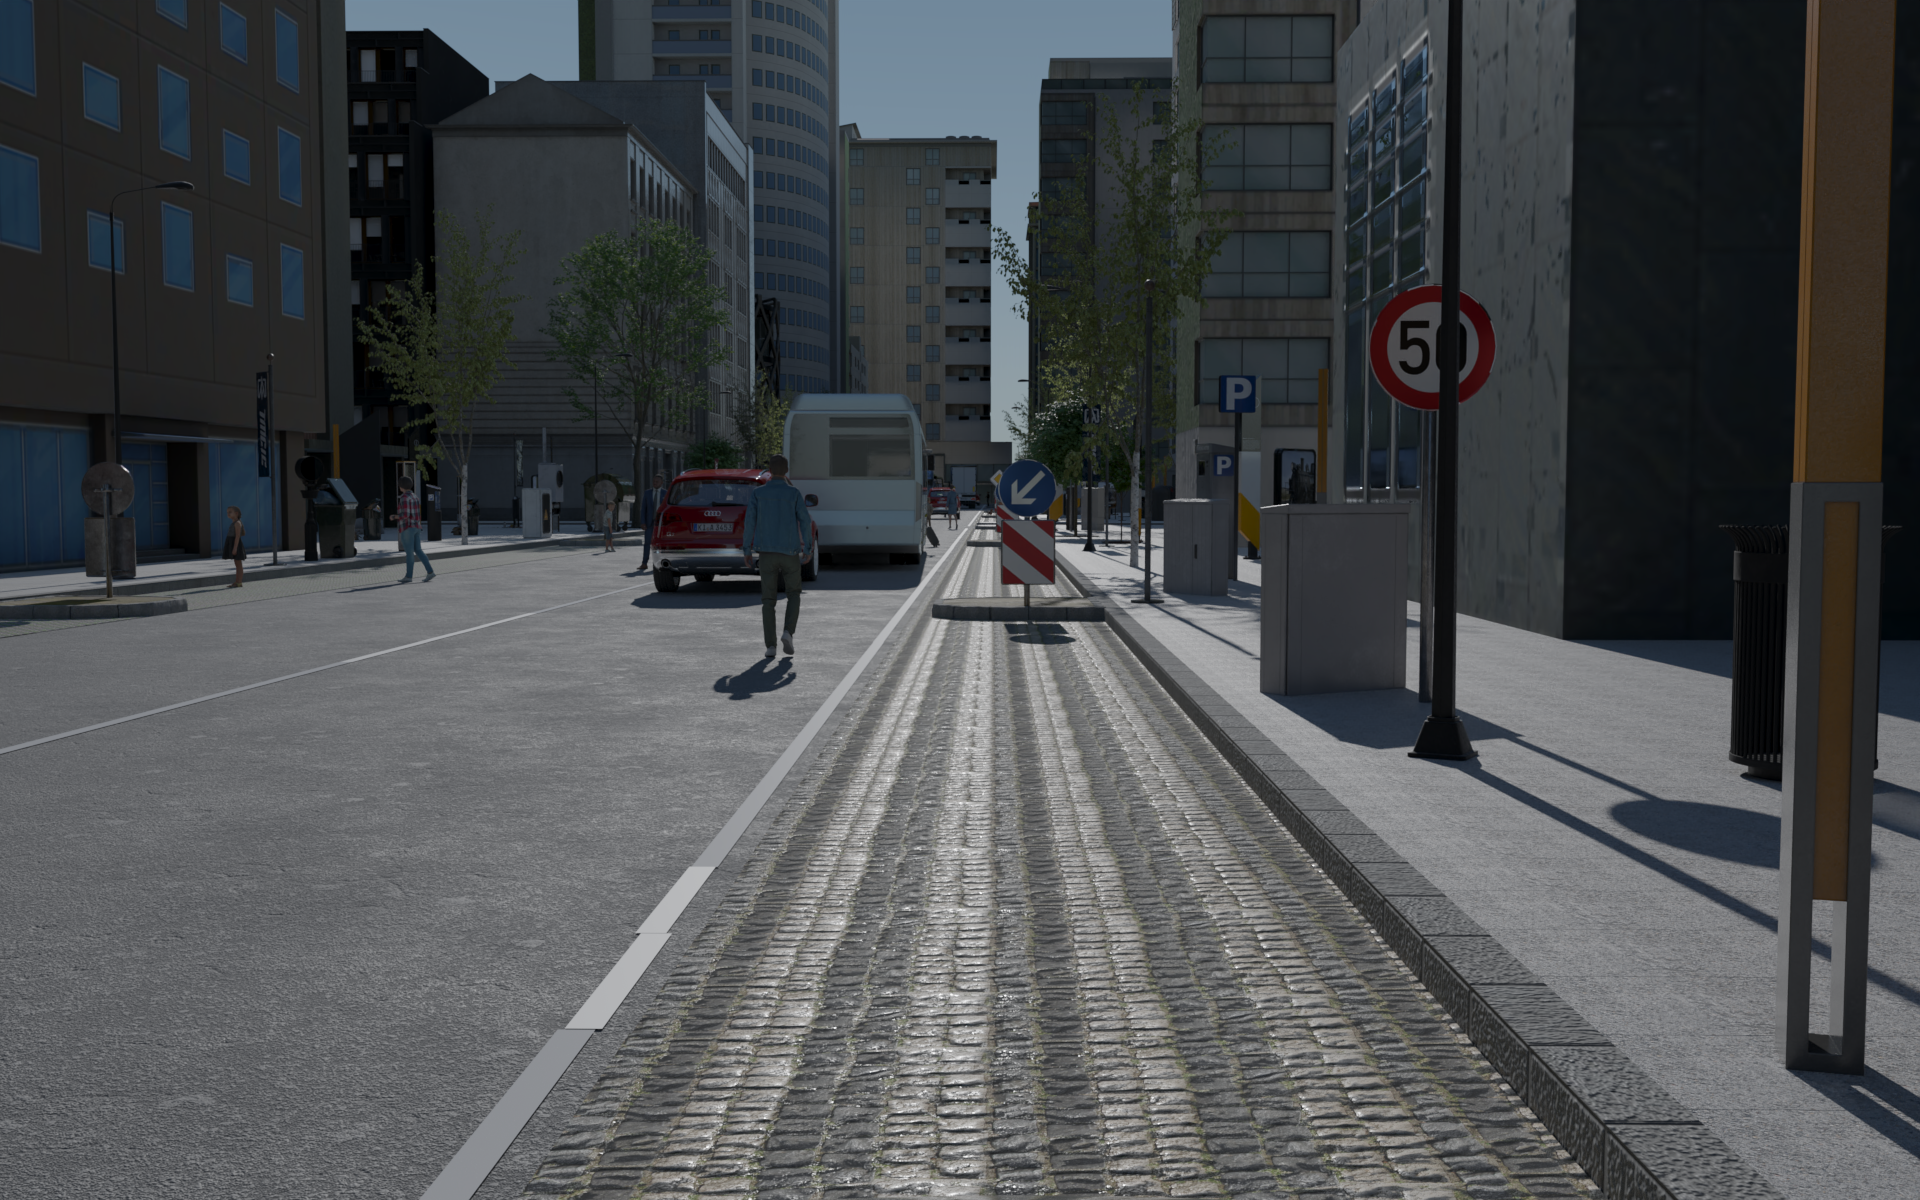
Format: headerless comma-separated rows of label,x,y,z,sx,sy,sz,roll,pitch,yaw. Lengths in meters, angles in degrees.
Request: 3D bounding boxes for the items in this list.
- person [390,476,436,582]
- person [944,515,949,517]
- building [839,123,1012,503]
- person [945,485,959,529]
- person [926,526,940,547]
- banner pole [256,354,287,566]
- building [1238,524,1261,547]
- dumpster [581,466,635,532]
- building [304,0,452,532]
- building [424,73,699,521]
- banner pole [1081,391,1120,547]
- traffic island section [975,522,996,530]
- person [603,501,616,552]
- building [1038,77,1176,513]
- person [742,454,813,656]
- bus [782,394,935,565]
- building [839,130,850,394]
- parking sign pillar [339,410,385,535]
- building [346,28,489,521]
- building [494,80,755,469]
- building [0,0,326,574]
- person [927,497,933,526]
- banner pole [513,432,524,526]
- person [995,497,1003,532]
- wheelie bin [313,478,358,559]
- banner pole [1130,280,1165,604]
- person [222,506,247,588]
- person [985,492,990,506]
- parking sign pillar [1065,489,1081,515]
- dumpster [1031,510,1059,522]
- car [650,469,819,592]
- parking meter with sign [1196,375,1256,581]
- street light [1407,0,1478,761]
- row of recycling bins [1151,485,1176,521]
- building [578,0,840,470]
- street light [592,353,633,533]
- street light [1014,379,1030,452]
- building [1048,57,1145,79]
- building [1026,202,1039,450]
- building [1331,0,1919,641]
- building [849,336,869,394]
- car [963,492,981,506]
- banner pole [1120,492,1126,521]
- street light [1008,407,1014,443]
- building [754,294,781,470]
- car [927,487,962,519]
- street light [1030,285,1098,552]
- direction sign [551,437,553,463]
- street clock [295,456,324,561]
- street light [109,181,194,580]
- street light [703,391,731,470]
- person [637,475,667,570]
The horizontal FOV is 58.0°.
person,-8.936,-1.157,28.247,0.643,1.720,0.563,0,4,8
person,-0.776,-6.022,107.162,0.606,1.804,0.583,-2,4,-28
building,-6.183,-40.653,253.907,27.495,52.752,28.713,0,4,1
person,-0.317,-3.826,71.076,0.581,1.822,0.654,-1,4,-21
person,-1.286,-2.314,46.545,1.509,1.804,0.699,-1,4,-11
banner pole,-12.458,-2.516,31.154,0.401,3.779,0.863,-3,5,-44
building,12.865,-22.230,47.056,14.154,41.232,14.086,0,4,1
dumpster,-12.066,-3.476,59.334,1.502,2.255,1.985,0,4,1
building,-34.705,-24.599,56.826,28.867,44.769,22.147,0,4,1
building,-19.970,-14.754,90.381,9.793,20.994,18.267,0,4,1
banner pole,3.360,-3.190,42.180,0.863,3.779,0.401,1,4,20
traffic island section,1.627,-2.944,70.415,2.009,0.180,2.903,0,4,1
person,-8.641,-1.807,42.728,0.352,1.250,0.332,2,4,23
building,12.578,-21.549,124.019,14.160,30.474,14.107,0,4,1
person,-1.602,-0.391,15.244,0.601,1.785,0.444,0,4,-2
bus,-2.049,-2.661,38.368,2.948,3.499,13.247,0,4,-1
building,-19.644,-30.930,189.300,14.154,41.232,14.086,0,4,1
parking sign pillar,-19.179,-4.090,55.345,1.447,3.967,1.447,-1,4,-13
building,-33.091,-15.735,86.938,15.834,23.373,12.332,0,4,1
building,-20.335,-17.818,109.339,12.078,24.808,19.932,0,4,1
building,-21.738,-23.356,31.974,14.600,45.320,14.200,0,4,1
person,-1.258,-3.312,66.922,0.475,1.303,0.640,0,4,5
banner pole,-17.941,-4.910,70.288,0.401,3.779,0.863,-3,5,-45
person,1.570,-3.429,65.565,0.512,1.701,0.522,0,4,1
wheelie bin,-12.522,-1.638,34.690,0.693,1.594,0.980,0,4,6
banner pole,2.230,-1.869,20.581,0.401,3.779,0.863,0,4,4
person,-11.084,-0.811,26.432,0.373,1.253,0.362,-2,4,-33
person,3.169,-11.704,200.683,0.721,1.723,1.217,2,4,24
parking sign pillar,6.980,-7.250,107.002,1.447,3.967,1.447,-2,4,-24
dumpster,3.905,-4.741,80.003,1.502,2.255,1.985,0,4,1
car,-3.402,-1.111,26.846,2.281,1.827,5.304,0,4,1
parking meter with sign,3.908,-1.838,26.307,0.543,3.016,1.738,-1,4,-11
street light,1.828,-2.189,8.334,1.470,5.913,1.316,0,4,1
row of recycling bins,9.827,-4.679,83.618,1.069,1.692,3.534,1,4,15
building,-23.310,-38.229,167.049,21.231,58.520,28.212,0,4,1
street light,-11.497,-5.184,57.294,1.470,5.913,1.316,0,4,1
street light,3.030,-5.968,70.124,1.470,5.913,1.316,0,4,1
building,15.368,-29.510,166.090,14.154,41.232,14.086,0,4,1
building,22.392,-36.410,249.923,28.867,44.769,22.147,0,4,1
building,16.356,-42.490,7.376,22.319,86.520,31.000,0,4,1
building,-26.675,-22.522,213.278,28.899,21.520,27.650,0,4,1
car,1.450,-12.595,214.604,2.281,1.827,5.304,0,4,3
banner pole,7.706,-5.699,83.194,0.401,3.779,0.863,-1,4,-20
street light,3.428,-7.314,92.131,1.470,5.913,1.316,0,4,1
building,-21.998,-16.002,129.088,16.820,18.784,16.811,0,4,1
car,-1.016,-5.613,100.448,2.281,1.827,5.304,0,4,-1
street light,2.360,-4.041,38.611,1.470,5.913,1.316,0,4,1
direction sign,-16.143,-4.681,68.531,0.379,3.537,0.876,-1,4,-11
street clock,-12.416,-1.744,33.085,0.358,2.002,0.471,3,5,44
street light,-12.086,-3.264,25.906,1.470,5.913,1.316,0,4,1
street light,-11.031,-6.475,78.406,1.470,5.913,1.316,0,4,1
person,-5.822,-1.491,33.053,0.721,1.800,0.419,-1,4,-11
